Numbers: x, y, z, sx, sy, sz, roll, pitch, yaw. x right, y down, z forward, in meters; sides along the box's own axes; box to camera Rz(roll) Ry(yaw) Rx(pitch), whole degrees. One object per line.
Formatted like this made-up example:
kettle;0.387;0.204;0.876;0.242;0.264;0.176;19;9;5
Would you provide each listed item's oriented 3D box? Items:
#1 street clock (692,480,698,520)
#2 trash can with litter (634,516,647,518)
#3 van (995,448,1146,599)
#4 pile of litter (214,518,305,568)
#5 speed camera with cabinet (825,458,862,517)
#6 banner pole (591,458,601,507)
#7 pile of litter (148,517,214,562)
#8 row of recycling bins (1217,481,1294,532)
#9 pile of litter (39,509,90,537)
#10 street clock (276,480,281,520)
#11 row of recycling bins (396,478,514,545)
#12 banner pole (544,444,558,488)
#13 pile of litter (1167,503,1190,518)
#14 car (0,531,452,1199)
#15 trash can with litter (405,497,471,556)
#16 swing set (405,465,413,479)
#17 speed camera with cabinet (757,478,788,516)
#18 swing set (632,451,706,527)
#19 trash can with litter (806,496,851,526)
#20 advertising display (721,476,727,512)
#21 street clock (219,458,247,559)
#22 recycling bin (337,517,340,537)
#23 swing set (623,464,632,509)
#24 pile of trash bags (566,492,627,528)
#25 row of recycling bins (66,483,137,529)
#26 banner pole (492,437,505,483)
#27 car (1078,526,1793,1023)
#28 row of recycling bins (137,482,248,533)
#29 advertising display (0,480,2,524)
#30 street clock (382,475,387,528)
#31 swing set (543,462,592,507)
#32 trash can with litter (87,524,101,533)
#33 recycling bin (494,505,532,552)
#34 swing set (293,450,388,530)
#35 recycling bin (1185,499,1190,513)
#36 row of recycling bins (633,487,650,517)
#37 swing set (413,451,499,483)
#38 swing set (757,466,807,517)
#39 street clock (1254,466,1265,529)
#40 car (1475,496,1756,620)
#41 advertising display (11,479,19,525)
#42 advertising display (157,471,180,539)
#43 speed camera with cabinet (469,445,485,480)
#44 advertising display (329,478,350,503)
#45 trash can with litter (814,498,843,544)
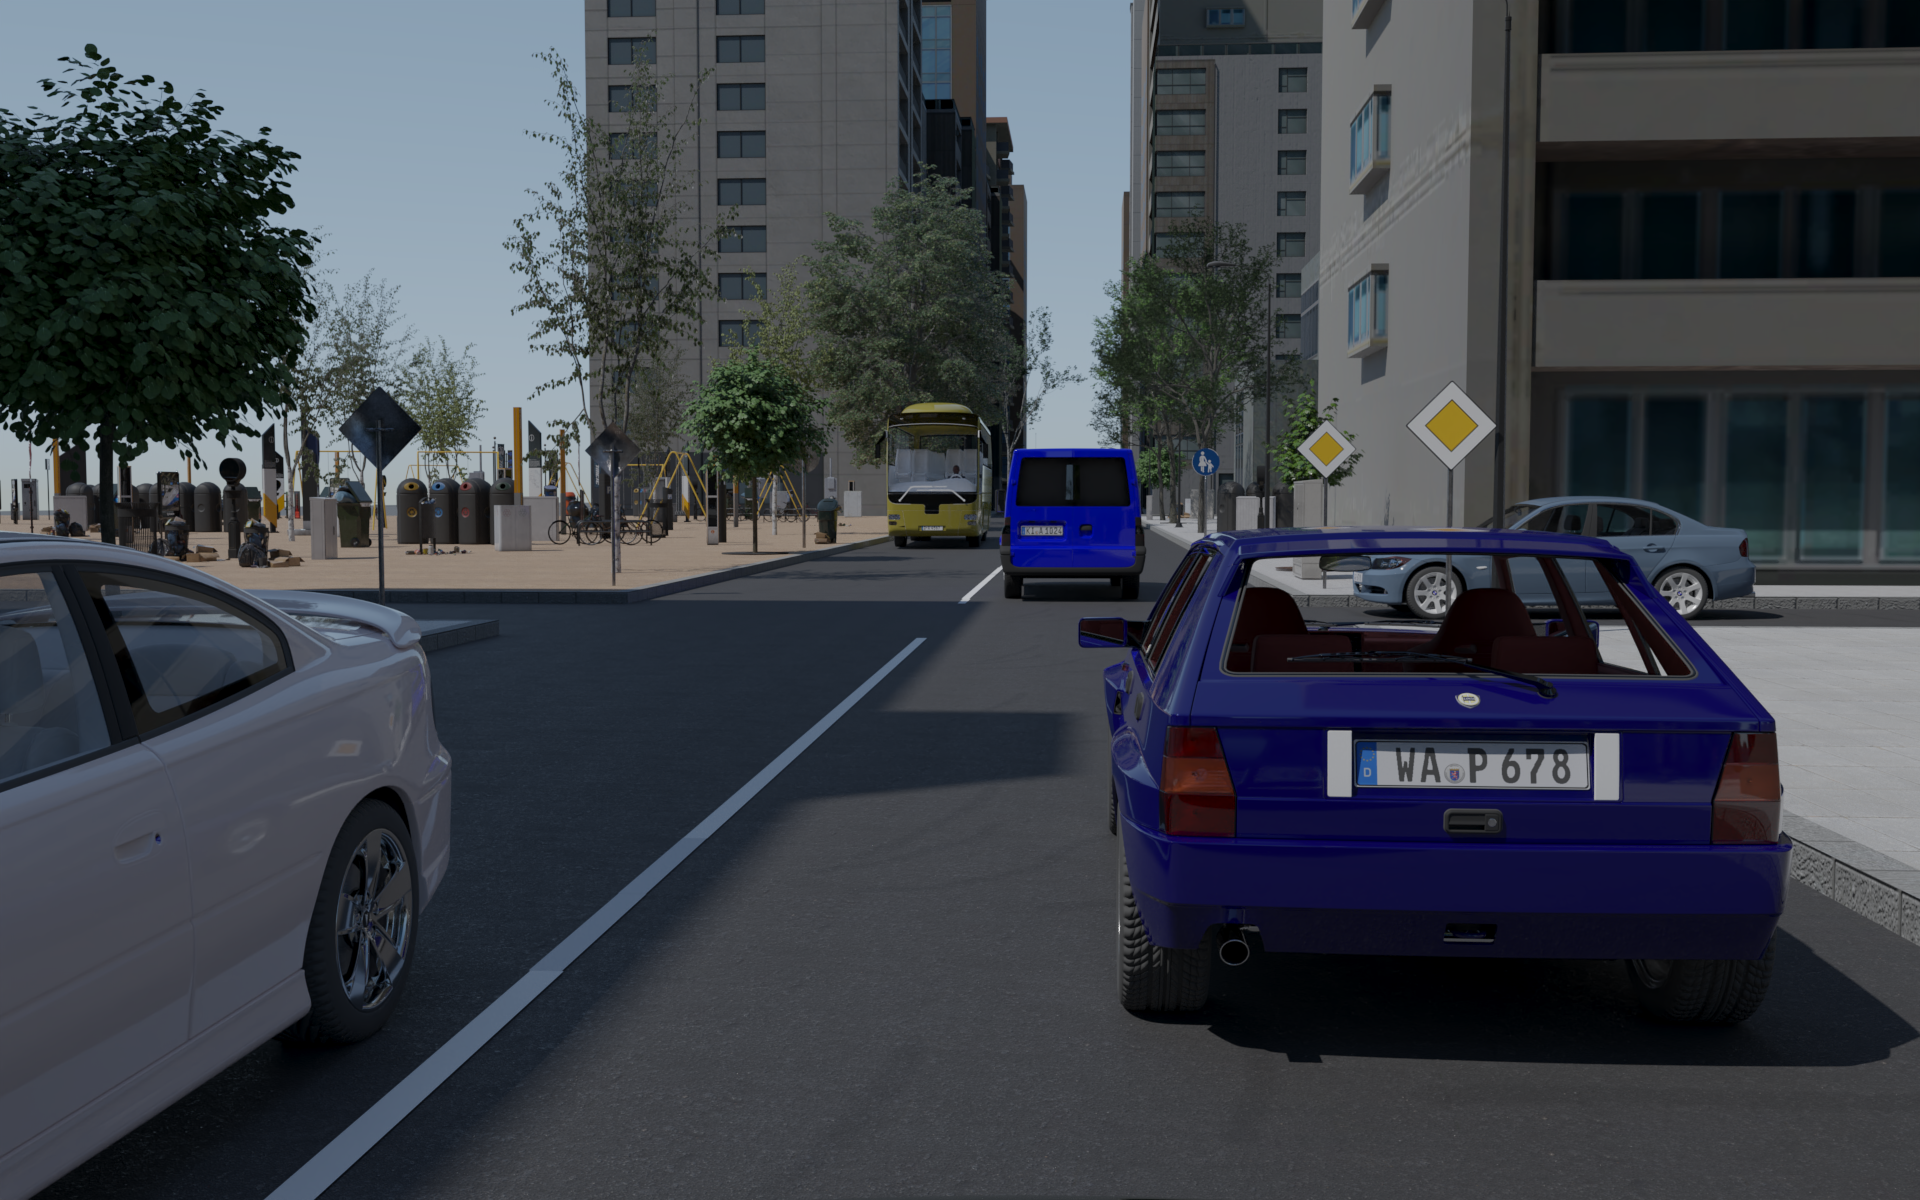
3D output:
street clock;-13.306;-5.043;87.028;0.358;2.002;0.471;-1;4;-13
trash can with litter;-16.624;-5.097;94.400;2.233;1.210;1.678;0;4;5
van;1.601;-1.284;25.381;2.240;2.365;5.245;0;4;2
pile of litter;-12.253;-1.032;30.830;1.176;0.858;1.719;0;4;2
speed camera with cabinet;-6.448;-6.201;95.717;2.038;3.252;0.660;0;4;-5
banner pole;-18.660;-6.032;88.634;0.863;3.779;0.401;2;4;33
pile of litter;-14.654;-1.158;32.901;1.176;0.858;1.719;3;5;40
row of recycling bins;9.995;-2.965;55.592;3.534;1.692;1.069;-1;4;-13
pile of litter;-26.985;-2.316;51.825;1.719;0.858;1.176;-2;4;-29
street clock;-34.474;-5.061;87.310;0.471;2.002;0.358;-2;4;-35
row of recycling bins;-12.786;-2.270;44.231;3.534;1.692;1.069;1;4;16
banner pole;-20.463;-5.901;86.492;0.863;3.779;0.401;-1;4;-22
pile of litter;11.669;-4.727;91.256;1.719;0.858;1.176;0;4;7
car;-2.566;0.553;3.313;2.083;1.381;4.827;0;4;5
trash can with litter;-11.125;-1.600;37.211;1.678;1.210;2.233;1;4;16
swing set;-28.185;-5.845;93.192;2.862;2.851;3.119;3;5;42
speed camera with cabinet;-10.875;-6.439;99.609;2.038;3.252;0.660;-2;4;-31
swing set;-10.474;-4.116;64.909;2.862;2.851;3.119;0;4;0
trash can with litter;-5.101;-3.574;69.499;1.678;1.210;2.233;-2;4;-25
advertising display;-8.637;-3.551;63.277;0.123;1.923;0.974;0;4;-3
street clock;-14.467;-1.831;34.502;0.471;2.002;0.358;1;4;12
recycling bin;-18.227;-2.397;51.745;0.722;1.027;0.722;-1;4;-19
swing set;-16.883;-5.736;91.407;3.119;2.851;2.862;1;4;8
pile of trash bags;-14.413;-3.508;67.112;1.912;1.369;3.447;-3;5;-44
row of recycling bins;-31.217;-3.480;64.003;1.069;1.692;3.534;2;4;30
banner pole;-20.138;-5.238;75.651;0.401;3.779;0.863;2;4;25
car;1.386;0.397;6.083;1.945;1.354;3.894;0;4;4
row of recycling bins;-25.655;-3.132;58.328;3.534;1.692;1.069;1;4;9
advertising display;-42.045;-4.281;75.205;0.974;1.923;0.123;1;4;19
street clock;-21.873;-3.730;65.561;0.358;2.002;0.471;0;3;0
swing set;-19.224;-5.298;84.249;2.862;2.851;3.119;0;4;-6
trash can with litter;-28.492;-2.828;57.618;1.055;1.170;0.624;0;4;-5
recycling bin;-10.076;-1.620;39.036;0.722;1.027;0.722;-2;4;-24
swing set;-22.258;-3.962;62.392;3.119;2.851;2.862;-1;4;-9
recycling bin;12.721;-4.999;94.286;0.722;1.027;0.722;2;4;30
row of recycling bins;-17.562;-5.543;97.740;1.069;1.692;3.534;-2;4;-27
swing set;-18.235;-4.027;63.457;3.119;2.851;2.862;-1;4;-16
swing set;-10.038;-6.005;95.808;2.862;2.851;3.119;-1;4;-12
street clock;7.670;-2.419;44.117;0.358;2.002;0.471;0;4;8
car;6.938;-0.518;20.466;4.499;1.417;2.014;0;4;2
advertising display;-39.927;-4.157;73.178;0.123;1.923;0.974;-3;4;-36
advertising display;-22.580;-2.705;49.435;0.123;1.923;0.974;0;4;5
speed camera with cabinet;-19.588;-4.643;70.246;0.660;3.252;2.038;-1;4;-13
advertising display;-24.484;-3.865;68.413;0.974;1.923;0.123;2;4;25
trash can with litter;-3.406;-2.031;44.589;0.624;1.170;1.055;0;4;8
